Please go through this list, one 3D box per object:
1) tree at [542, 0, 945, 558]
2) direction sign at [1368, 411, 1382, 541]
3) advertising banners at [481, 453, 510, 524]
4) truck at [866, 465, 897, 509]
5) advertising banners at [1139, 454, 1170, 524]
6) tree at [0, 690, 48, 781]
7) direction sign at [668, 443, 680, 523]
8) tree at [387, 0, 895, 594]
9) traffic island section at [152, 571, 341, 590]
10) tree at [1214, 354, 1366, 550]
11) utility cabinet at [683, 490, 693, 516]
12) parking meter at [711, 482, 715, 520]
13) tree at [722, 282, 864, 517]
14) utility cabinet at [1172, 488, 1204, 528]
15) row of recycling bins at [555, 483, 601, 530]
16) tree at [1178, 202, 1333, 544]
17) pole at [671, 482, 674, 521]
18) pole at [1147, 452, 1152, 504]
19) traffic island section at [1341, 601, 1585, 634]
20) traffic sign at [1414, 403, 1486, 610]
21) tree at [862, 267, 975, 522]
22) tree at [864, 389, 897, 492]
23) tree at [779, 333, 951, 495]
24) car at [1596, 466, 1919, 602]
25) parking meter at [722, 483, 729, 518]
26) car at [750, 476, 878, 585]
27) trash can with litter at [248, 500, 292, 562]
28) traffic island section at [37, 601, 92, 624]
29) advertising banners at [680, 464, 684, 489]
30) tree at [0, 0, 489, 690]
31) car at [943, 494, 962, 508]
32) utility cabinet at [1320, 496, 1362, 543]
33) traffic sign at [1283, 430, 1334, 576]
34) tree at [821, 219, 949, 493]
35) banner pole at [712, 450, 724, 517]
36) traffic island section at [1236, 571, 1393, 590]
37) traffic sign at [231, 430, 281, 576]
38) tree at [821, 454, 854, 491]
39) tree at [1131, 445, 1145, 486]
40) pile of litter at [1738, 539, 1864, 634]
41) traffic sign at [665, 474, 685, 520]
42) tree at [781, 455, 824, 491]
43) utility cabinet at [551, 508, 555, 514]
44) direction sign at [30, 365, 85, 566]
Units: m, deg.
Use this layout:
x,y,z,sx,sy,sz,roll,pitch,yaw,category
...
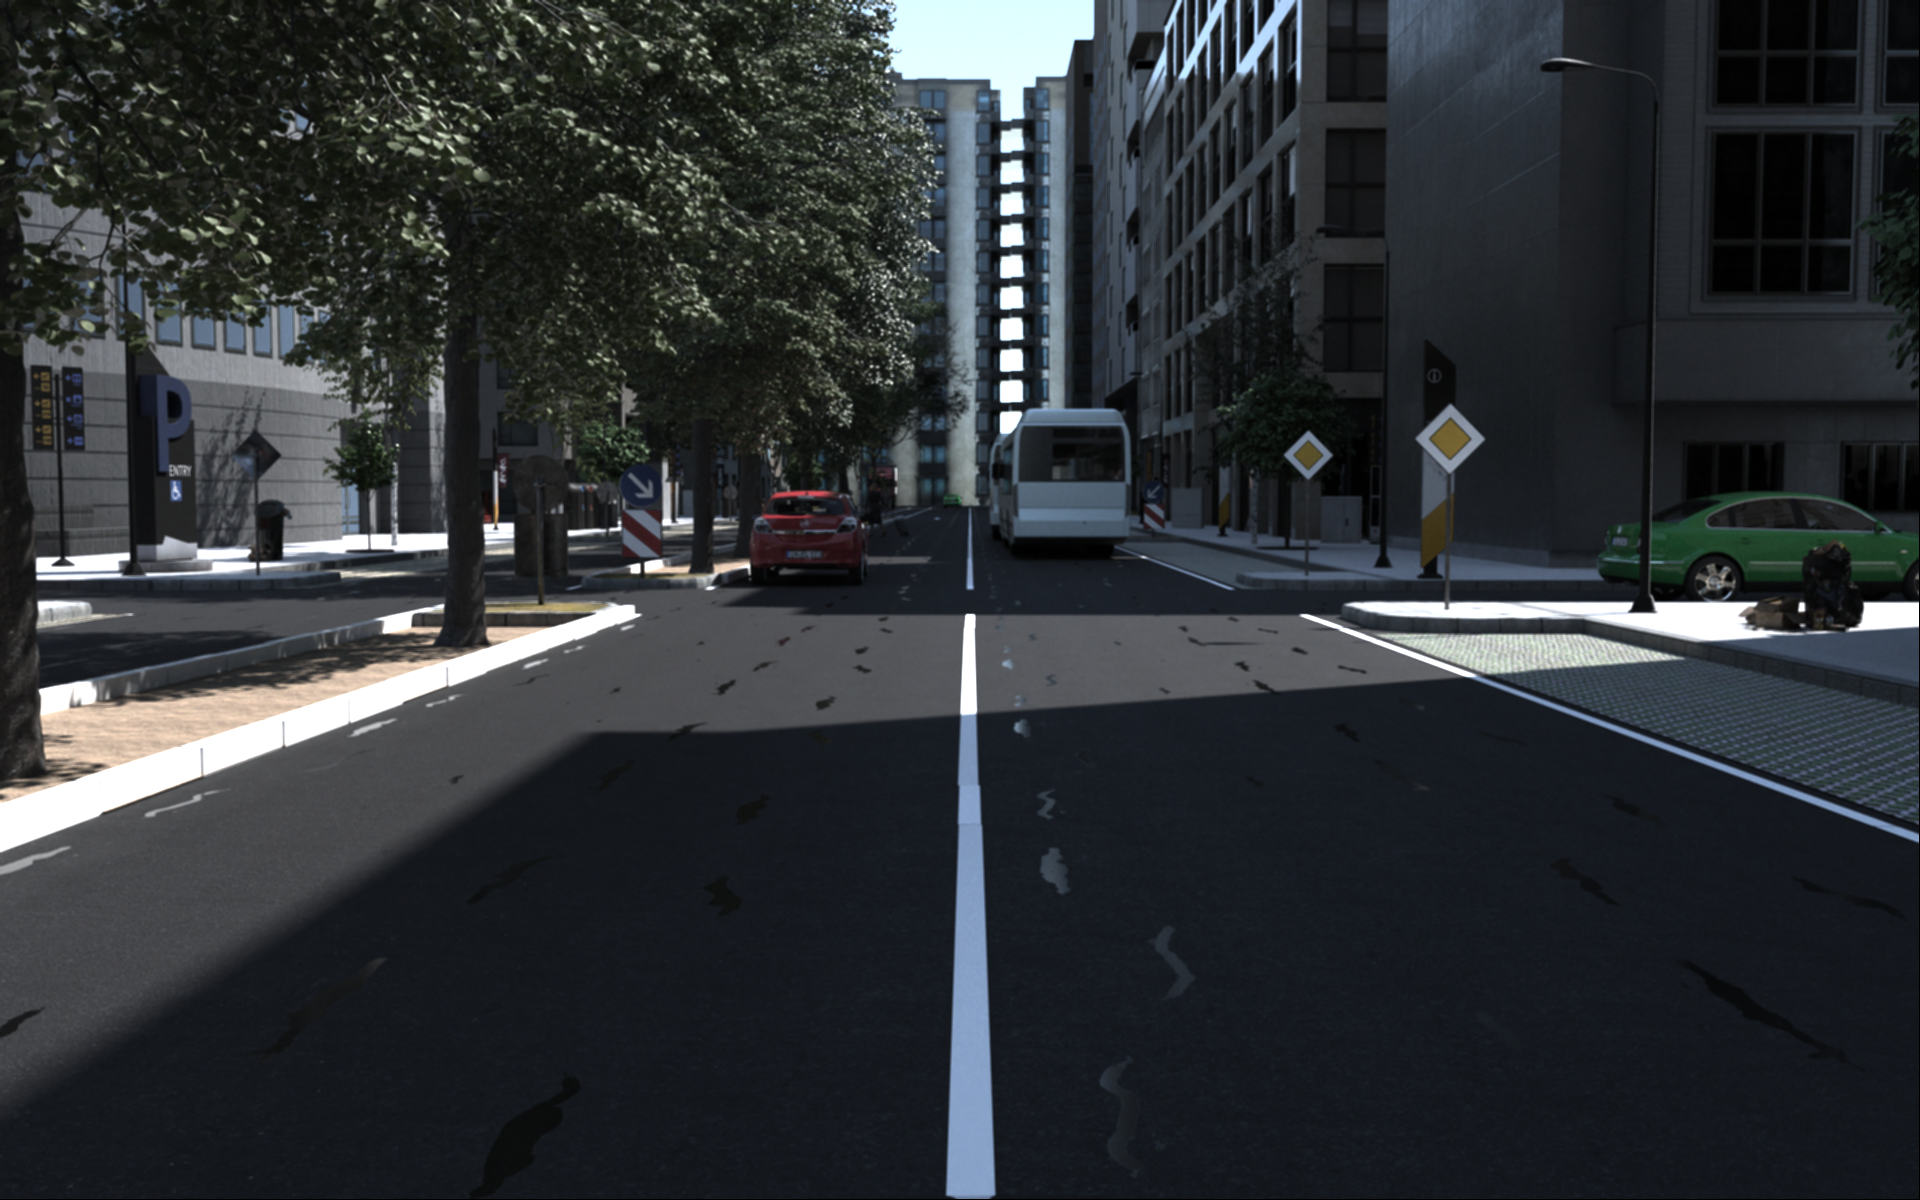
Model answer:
x,y,z,sx,sy,sz,roll,pitch,yaw,category
-4.782,-7.931,38.790,9.857,13.997,8.962,0,3,0,tree
11.371,-3.386,47.363,0.379,3.537,0.876,3,5,40,direction sign
-20.297,-4.768,74.143,2.074,3.025,0.090,0,4,-1,advertising banners
-7.470,-10.955,168.024,2.839,4.237,11.283,0,4,-1,truck
8.381,-4.788,74.474,2.074,3.025,0.090,-3,5,-44,advertising banners
-4.956,-5.395,8.791,7.486,12.596,7.792,0,3,0,tree
-12.542,-5.138,76.009,0.379,3.537,0.876,-3,5,-44,direction sign
-4.460,-6.650,29.307,7.486,12.596,7.792,0,3,0,tree
-11.080,-0.306,27.289,2.009,0.180,2.903,0,4,0,traffic island section
7.695,-3.459,40.275,4.285,4.588,4.351,0,3,0,tree
-15.286,-5.481,98.296,0.318,1.500,1.173,-3,5,-40,utility cabinet
-12.447,-4.935,86.405,0.399,1.863,0.255,3,5,43,parking meter
-4.996,-5.728,46.471,4.737,8.622,4.395,0,3,0,tree
8.530,-3.433,64.812,1.173,1.500,0.318,2,4,27,utility cabinet
-13.830,-3.396,62.643,1.069,1.692,3.534,0,4,5,row of recycling bins
7.578,-5.758,44.498,4.360,8.622,3.978,0,3,0,tree
-13.807,-5.475,83.357,0.158,3.312,0.155,0,3,0,pole
9.096,-5.468,83.251,0.158,3.312,0.155,0,3,0,pole
5.414,0.188,19.203,2.009,0.180,2.903,0,4,0,traffic island section
5.390,-0.947,19.126,0.795,2.450,0.064,0,4,0,traffic sign
-4.306,-10.639,86.774,12.009,13.543,11.850,0,3,0,tree
-4.488,-7.635,77.651,4.737,8.622,4.395,0,3,0,tree
-4.524,-8.165,70.362,8.767,10.594,7.601,0,4,0,tree
10.784,-0.834,22.436,4.718,1.807,1.959,0,4,1,car
-12.397,-5.248,91.521,0.255,1.863,0.399,1,4,8,parking meter
-2.454,-1.208,28.790,2.155,1.783,4.494,0,4,-2,car
-13.248,-1.334,33.190,0.624,1.170,1.055,0,4,-5,trash can with litter
-11.127,0.182,19.304,2.009,0.180,2.903,0,4,0,traffic island section
-15.833,-6.370,100.336,0.090,3.025,2.074,-2,4,-28,advertising banners
-4.771,-5.858,16.362,7.486,12.596,7.792,0,3,0,tree
-0.739,-10.082,173.638,1.959,1.807,4.718,0,4,2,car
9.957,-2.085,45.245,1.020,1.237,0.306,2,4,28,utility cabinet
5.437,-1.435,27.111,0.795,2.450,0.064,0,4,0,traffic sign
-4.154,-8.151,61.480,9.928,11.665,9.643,0,3,0,tree
-13.867,-6.667,99.021,0.863,3.779,0.401,0,4,-8,banner pole
5.461,-0.300,27.188,2.009,0.180,2.903,0,4,0,traffic island section
-11.057,-1.442,27.227,0.795,2.450,0.064,0,4,0,traffic sign
-12.480,-14.057,180.195,4.360,8.622,3.978,0,3,0,tree
8.033,-6.581,91.314,4.285,4.588,4.351,0,3,0,tree
8.075,-0.167,16.696,1.719,0.858,1.176,-3,4,-36,pile of litter
-12.733,-4.730,77.343,0.884,2.594,0.081,0,4,3,traffic sign
-13.297,-10.140,149.501,4.285,4.588,4.351,0,3,0,tree
-16.883,-3.811,73.473,0.306,1.237,1.020,3,5,41,utility cabinet
-15.994,-2.372,30.774,0.379,3.537,0.876,3,5,40,direction sign
